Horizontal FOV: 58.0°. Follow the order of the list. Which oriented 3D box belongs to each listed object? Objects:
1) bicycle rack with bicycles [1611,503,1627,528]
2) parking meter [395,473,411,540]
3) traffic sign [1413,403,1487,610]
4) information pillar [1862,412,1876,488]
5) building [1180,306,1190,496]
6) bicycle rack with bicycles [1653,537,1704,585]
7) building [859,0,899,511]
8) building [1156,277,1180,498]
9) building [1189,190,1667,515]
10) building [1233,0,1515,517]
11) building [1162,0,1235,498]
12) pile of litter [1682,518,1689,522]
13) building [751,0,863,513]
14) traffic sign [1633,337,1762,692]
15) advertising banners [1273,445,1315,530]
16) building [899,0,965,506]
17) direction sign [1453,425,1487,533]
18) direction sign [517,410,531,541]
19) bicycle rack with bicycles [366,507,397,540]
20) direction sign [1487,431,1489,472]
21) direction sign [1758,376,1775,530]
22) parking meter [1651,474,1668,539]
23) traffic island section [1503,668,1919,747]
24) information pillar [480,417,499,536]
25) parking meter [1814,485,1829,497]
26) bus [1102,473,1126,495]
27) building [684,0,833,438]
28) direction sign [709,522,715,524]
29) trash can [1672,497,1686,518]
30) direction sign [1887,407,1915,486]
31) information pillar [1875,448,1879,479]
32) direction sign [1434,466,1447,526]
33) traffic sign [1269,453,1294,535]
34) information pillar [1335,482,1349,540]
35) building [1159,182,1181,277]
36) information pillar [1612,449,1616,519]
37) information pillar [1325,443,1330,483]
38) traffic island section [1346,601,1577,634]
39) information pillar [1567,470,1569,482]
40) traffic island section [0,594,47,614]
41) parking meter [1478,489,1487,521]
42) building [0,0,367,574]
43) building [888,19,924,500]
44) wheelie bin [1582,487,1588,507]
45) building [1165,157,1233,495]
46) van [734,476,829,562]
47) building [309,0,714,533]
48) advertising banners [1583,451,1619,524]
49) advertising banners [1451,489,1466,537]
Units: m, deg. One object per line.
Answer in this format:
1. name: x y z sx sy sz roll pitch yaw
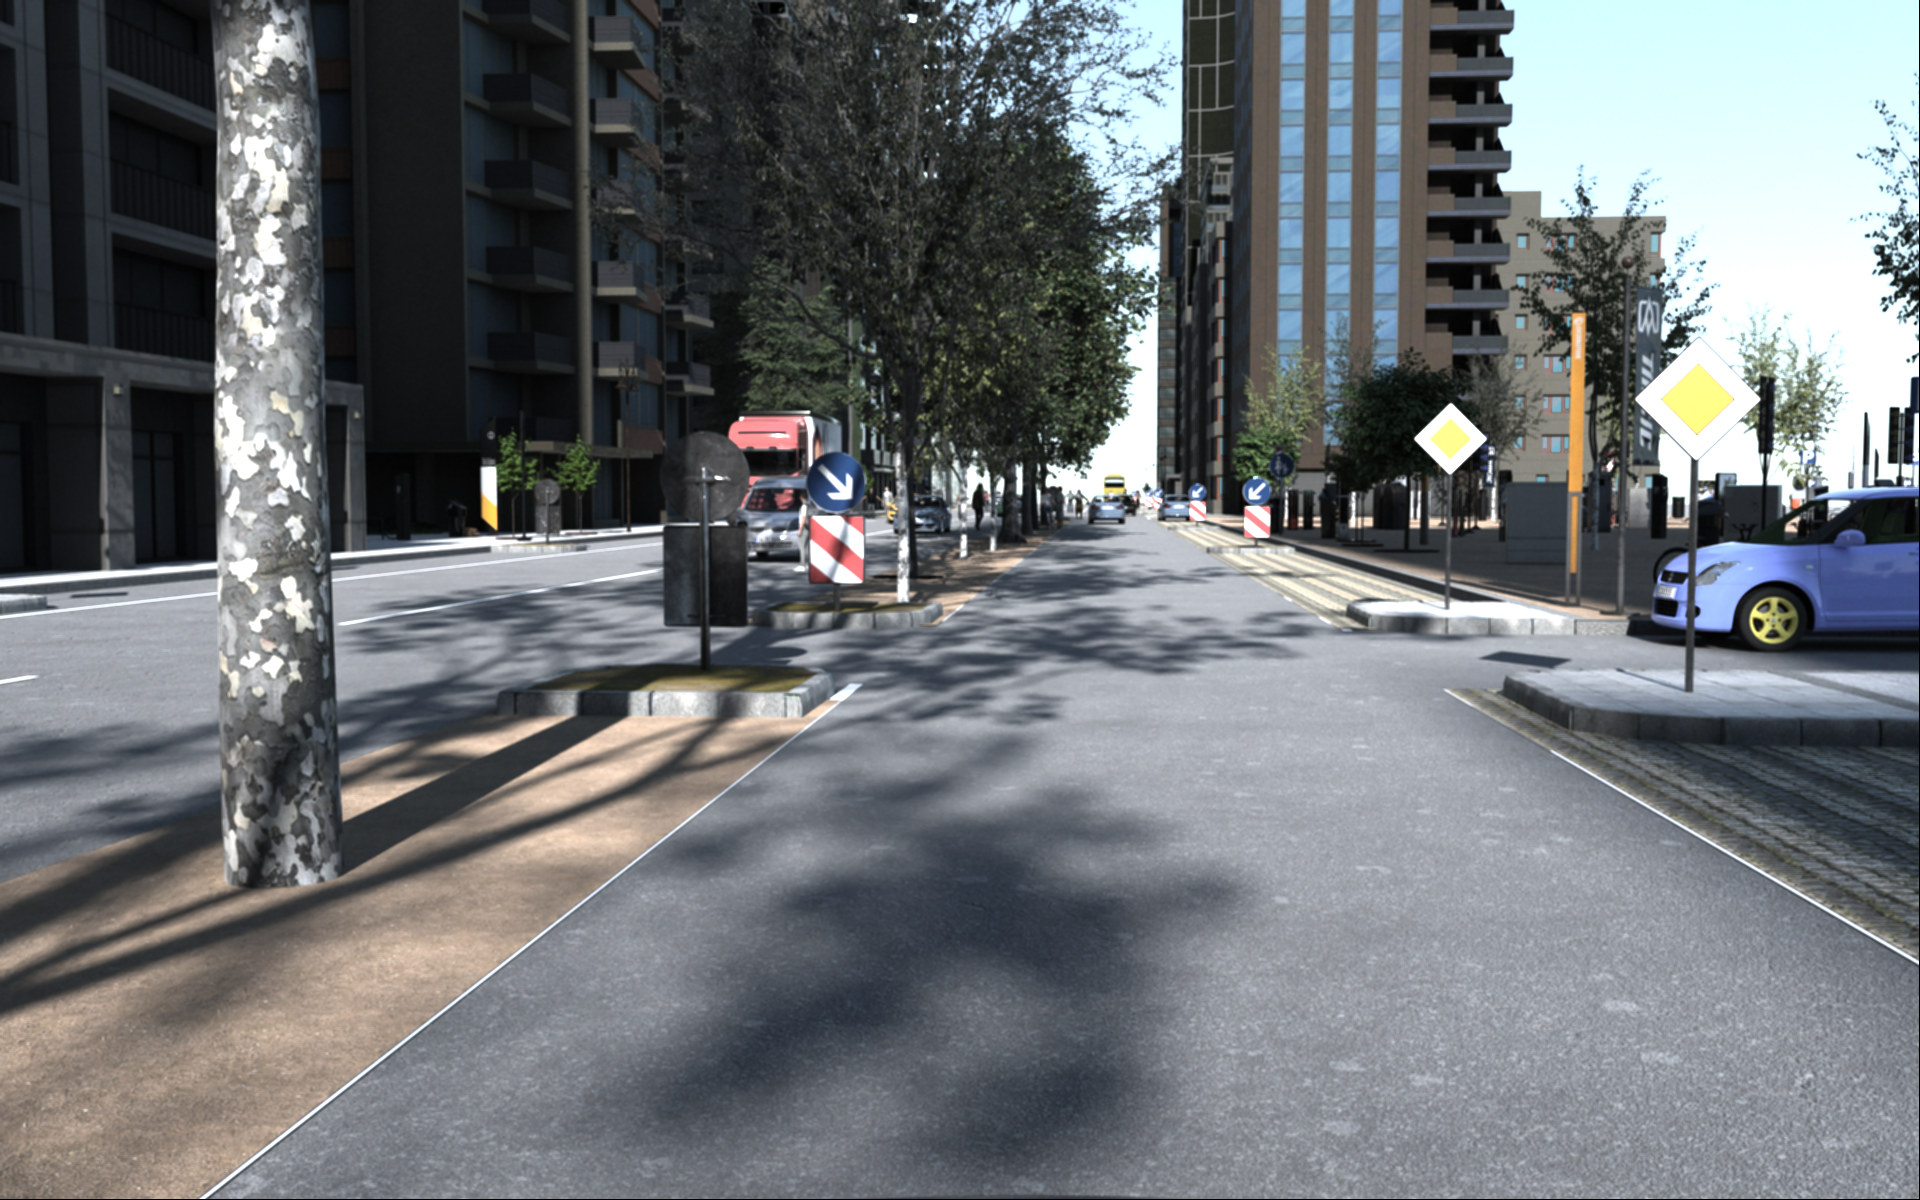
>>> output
1. bicycle rack with bicycles: 26.049 -3.301 67.353 2.925 0.926 2.852 -1 4 -10
2. parking meter: -15.466 -2.592 48.084 0.399 1.863 0.255 3 5 43
3. traffic sign: 5.393 -0.946 19.117 0.795 2.450 0.064 0 4 5
4. information pillar: 25.867 -3.554 49.469 0.183 3.616 0.504 3 4 39
5. building: 34.032 -18.817 152.704 27.650 21.520 28.899 0 4 5
6. bicycle rack with bicycles: 9.872 -0.450 20.737 2.925 0.926 2.852 1 4 16
7. building: -16.936 -31.853 140.398 23.786 49.044 30.456 0 4 5
8. building: 33.180 -28.035 230.073 14.160 30.474 14.107 0 4 5
9. building: 31.188 -17.015 123.230 27.650 21.520 28.899 0 4 5
10. building: 23.522 -27.612 101.563 14.600 45.320 14.200 0 4 5
11. building: 35.433 -47.278 211.252 20.563 71.187 20.611 0 4 5
12. pile of litter: 33.869 -3.971 78.885 1.719 0.858 1.176 3 5 41
13. building: -14.534 -26.510 117.029 14.154 41.232 14.086 0 4 5
14. traffic sign: 4.721 -0.460 11.160 0.795 2.450 0.064 0 4 5
15. advertising banners: 11.910 -4.010 61.758 2.074 3.025 0.090 -2 4 -34
16. building: -9.976 -55.845 225.731 22.319 86.520 31.000 0 4 5
17. direction sign: 16.727 -3.964 56.813 0.379 3.537 0.876 -2 4 -27
18. direction sign: -11.944 -3.387 47.369 0.379 3.537 0.876 -1 4 -9
19. bicycle rack with bicycles: -17.392 -2.126 48.144 2.925 0.926 2.852 1 4 14
20. direction sign: 18.736 -4.331 62.809 0.876 3.537 0.379 3 5 40
21. direction sign: 15.595 -2.542 33.552 0.379 3.537 0.876 3 5 40
22. parking meter: 20.149 -2.701 49.874 0.255 1.863 0.399 -2 4 -28
23. traffic island section: 4.745 0.676 11.235 2.009 0.180 2.903 0 4 5
24. information pillar: -14.337 -3.752 52.702 0.504 3.616 0.183 -3 4 -37
25. parking meter: 24.859 -2.544 50.013 0.372 1.533 0.369 0 3 0
26. bus: 18.443 -13.181 207.053 2.896 3.916 12.252 0 4 5
27. building: -15.624 -20.277 103.224 14.160 30.474 14.107 0 4 5
28. direction sign: -10.807 -5.073 74.945 0.379 3.537 0.876 2 4 29
29. trash can: 38.137 -4.910 91.934 0.748 1.137 0.748 0 3 0
30. direction sign: 24.466 -3.246 45.075 0.876 3.537 0.379 -1 4 -21
31. information pillar: 46.455 -5.901 87.840 0.183 3.616 0.504 1 4 12
32. direction sign: 19.672 -4.802 70.517 0.876 3.537 0.379 0 4 4
33. traffic sign: 10.061 -3.312 54.263 0.768 2.556 0.104 0 4 7
34. information pillar: 10.763 -2.706 48.733 0.304 2.012 0.304 0 4 -5
35. building: 35.131 -36.330 244.109 14.600 45.320 14.200 0 4 5
36. information pillar: 33.784 -6.025 89.867 0.504 3.616 0.183 -1 4 -12
37. information pillar: 16.774 -5.367 79.103 0.183 3.616 0.504 0 4 -5
38. traffic island section: 5.417 0.189 19.192 2.009 0.180 2.903 0 4 5
39. information pillar: 18.461 -2.914 52.140 0.304 2.012 0.304 -1 4 -9
40. traffic island section: -12.411 0.097 20.697 2.009 0.180 2.903 0 4 5
41. parking meter: 25.197 -4.592 83.487 0.372 1.533 0.369 0 3 0
42. building: -23.903 -36.387 33.178 20.563 71.187 20.611 0 4 5
43. building: -10.962 -31.331 162.374 14.600 45.320 14.200 0 4 5
44. wheelie bin: 26.556 -4.024 73.694 0.693 1.594 0.980 -1 4 -23
45. building: 38.852 -30.372 188.460 32.217 40.220 23.993 0 4 5
46. van: -3.882 -1.895 37.998 2.013 2.044 4.112 0 4 3
47. building: -22.665 -25.428 70.378 22.147 44.769 28.867 0 4 5
48. advertising banners: 25.767 -4.550 70.581 2.074 3.025 0.090 -1 4 -9
49. advertising banners: 14.767 -3.385 51.528 0.090 3.025 2.074 2 4 30
